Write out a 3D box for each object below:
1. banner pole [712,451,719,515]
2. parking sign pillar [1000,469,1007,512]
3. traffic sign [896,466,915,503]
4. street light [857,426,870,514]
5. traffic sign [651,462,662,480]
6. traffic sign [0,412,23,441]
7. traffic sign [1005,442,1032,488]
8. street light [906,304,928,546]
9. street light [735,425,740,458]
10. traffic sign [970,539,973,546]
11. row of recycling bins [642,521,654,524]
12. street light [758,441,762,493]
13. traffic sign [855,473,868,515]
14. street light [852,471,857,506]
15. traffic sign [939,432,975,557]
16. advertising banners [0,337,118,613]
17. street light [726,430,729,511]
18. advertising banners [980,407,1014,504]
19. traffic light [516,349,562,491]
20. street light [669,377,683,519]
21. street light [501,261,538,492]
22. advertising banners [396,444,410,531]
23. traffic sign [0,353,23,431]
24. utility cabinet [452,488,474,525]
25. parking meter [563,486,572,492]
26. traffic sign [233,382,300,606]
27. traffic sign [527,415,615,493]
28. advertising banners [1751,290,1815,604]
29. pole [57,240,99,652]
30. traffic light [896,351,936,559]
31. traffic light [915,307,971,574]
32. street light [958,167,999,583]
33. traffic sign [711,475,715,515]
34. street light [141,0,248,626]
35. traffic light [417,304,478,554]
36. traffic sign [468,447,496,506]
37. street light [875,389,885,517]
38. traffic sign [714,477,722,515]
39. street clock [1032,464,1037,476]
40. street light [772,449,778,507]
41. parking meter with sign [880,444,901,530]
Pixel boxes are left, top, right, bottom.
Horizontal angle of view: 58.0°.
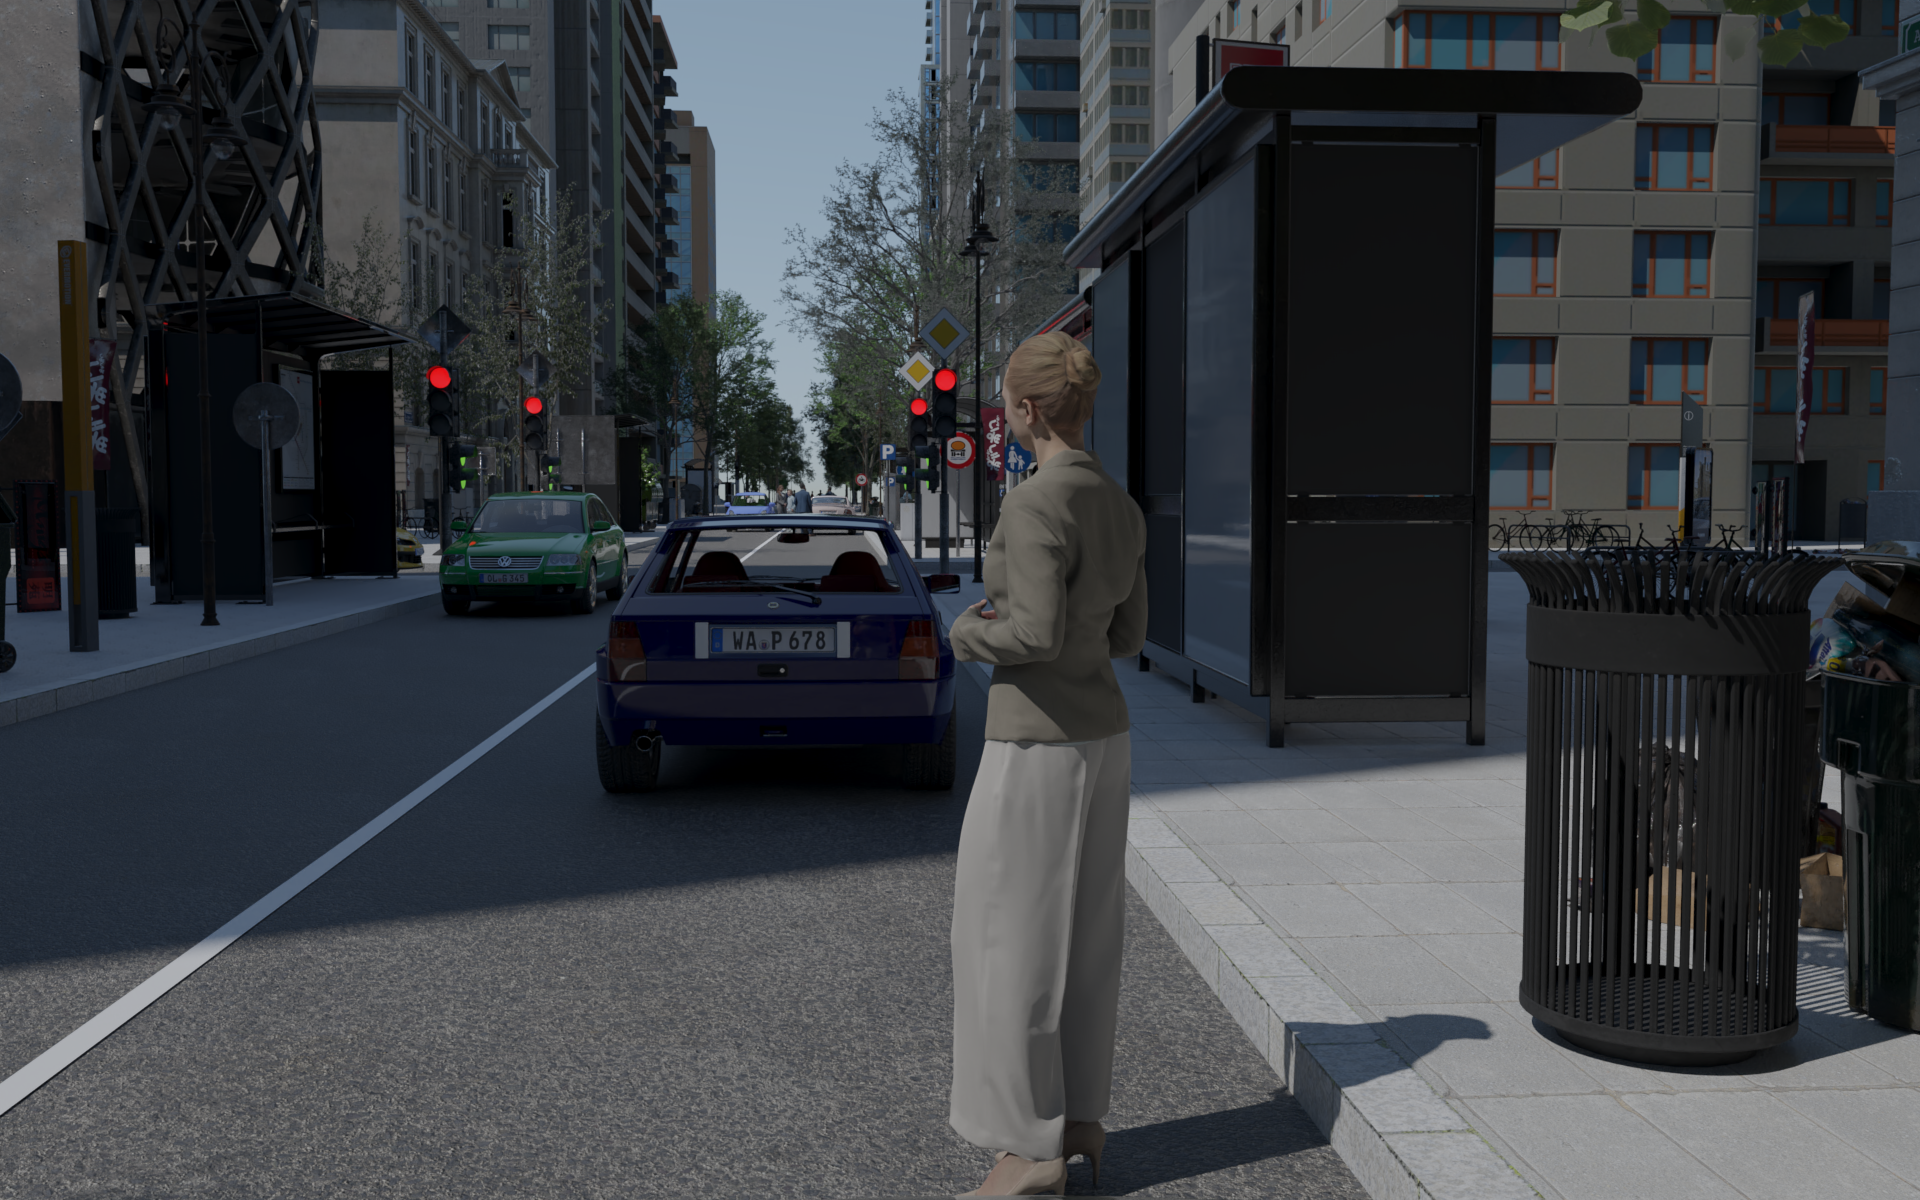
[{"bbox_3d":[-13.719,-6.551,97.131,0.401,3.779,0.863,-3,4,-38],"label":"banner pole"},{"bbox_3d":[2.294,-6.146,88.958,1.447,3.967,1.447,3,5,41],"label":"parking sign pillar"},{"bbox_3d":[-1.948,-3.882,63.571,0.768,2.556,0.104,0,4,2],"label":"traffic sign"},{"bbox_3d":[-6.552,-8.860,117.655,0.468,5.910,1.993,0,4,-4],"label":"street light"},{"bbox_3d":[-12.368,-4.249,69.572,0.768,2.556,0.104,0,4,1],"label":"traffic sign"},{"bbox_3d":[-9.479,-0.957,16.832,0.795,2.450,0.064,0,4,4],"label":"traffic sign"},{"bbox_3d":[1.377,-2.599,42.592,0.768,2.556,0.104,0,4,0],"label":"traffic sign"},{"bbox_3d":[-1.058,-4.257,42.389,0.468,5.910,1.993,0,4,-4],"label":"street light"},{"bbox_3d":[-14.225,-8.402,110.161,0.468,5.910,1.993,0,4,-4],"label":"street light"},{"bbox_3d":[0.286,-2.590,42.358,0.884,2.594,0.081,0,4,-1],"label":"traffic sign"},{"bbox_3d":[-13.935,-4.211,75.960,1.069,1.692,3.534,0,4,-3],"label":"row of recycling bins"},{"bbox_3d":[-16.639,-10.449,143.621,0.468,5.910,1.993,0,4,-4],"label":"street light"},{"bbox_3d":[-6.063,-6.531,106.880,0.768,2.556,0.104,0,4,2],"label":"traffic sign"},{"bbox_3d":[-8.955,-10.875,150.588,0.468,5.910,1.993,0,4,-4],"label":"street light"},{"bbox_3d":[-0.039,-2.157,35.369,0.768,2.556,0.104,0,4,0],"label":"traffic sign"},{"bbox_3d":[-10.050,-1.381,18.763,0.090,3.025,2.074,2,4,31],"label":"advertising banners"},{"bbox_3d":[-13.612,-7.858,101.265,0.468,5.910,1.993,0,4,-4],"label":"street light"},{"bbox_3d":[1.376,-2.350,34.615,2.074,3.025,0.090,1,4,22],"label":"advertising banners"},{"bbox_3d":[-8.183,-2.732,33.596,0.839,4.253,0.868,0,4,-4],"label":"traffic light"},{"bbox_3d":[-11.177,-5.840,68.266,0.468,5.910,1.993,0,4,-4],"label":"street light"},{"bbox_3d":[-8.754,-3.779,34.577,0.468,5.910,1.993,0,4,-4],"label":"street light"},{"bbox_3d":[-19.170,-3.883,59.677,0.090,3.025,2.074,0,4,-4],"label":"advertising banners"},{"bbox_3d":[-8.484,-0.911,15.002,0.768,2.556,0.104,0,4,5],"label":"traffic sign"},{"bbox_3d":[-17.304,-3.147,60.137,0.318,1.500,1.173,-3,5,-44],"label":"utility cabinet"},{"bbox_3d":[-12.229,-2.803,54.232,0.372,1.533,0.369,0,3,0],"label":"parking meter"},{"bbox_3d":[-7.928,-1.205,19.808,0.768,2.556,0.104,0,4,1],"label":"traffic sign"},{"bbox_3d":[-10.065,-3.116,44.811,2.265,3.308,0.079,0,4,-1],"label":"traffic sign"},{"bbox_3d":[7.566,-1.209,15.961,0.090,3.025,2.074,1,4,14],"label":"advertising banners"},{"bbox_3d":[-7.151,-1.236,14.045,0.158,3.312,0.155,0,3,0],"label":"pole"},{"bbox_3d":[-0.843,-2.766,34.150,0.839,4.253,0.868,0,4,-4],"label":"traffic light"},{"bbox_3d":[-0.257,-2.279,26.187,0.839,4.253,0.868,0,4,-4],"label":"traffic light"},{"bbox_3d":[0.259,-3.188,24.915,0.468,5.910,1.993,0,4,-4],"label":"street light"},{"bbox_3d":[-15.556,-6.629,108.482,0.768,2.556,0.104,0,4,-3],"label":"traffic sign"},{"bbox_3d":[-7.330,-2.689,16.753,0.468,5.910,1.993,0,4,-4],"label":"street light"},{"bbox_3d":[-7.597,-2.245,25.633,0.839,4.253,0.868,0,4,-4],"label":"traffic light"},{"bbox_3d":[-10.393,-2.172,37.646,0.606,2.300,0.079,0,4,1],"label":"traffic sign"},{"bbox_3d":[-3.481,-6.301,75.808,0.468,5.910,1.993,0,4,-4],"label":"street light"},{"bbox_3d":[-15.143,-6.511,107.642,0.795,2.450,0.064,0,4,-3],"label":"traffic sign"},{"bbox_3d":[1.964,-2.291,42.027,0.358,2.002,0.471,-2,4,-32],"label":"street clock"},{"bbox_3d":[-19.201,-12.518,177.458,0.468,5.910,1.993,0,4,-4],"label":"street light"},{"bbox_3d":[-2.369,-3.979,61.314,0.543,3.016,1.738,1,4,10],"label":"parking meter with sign"}]
